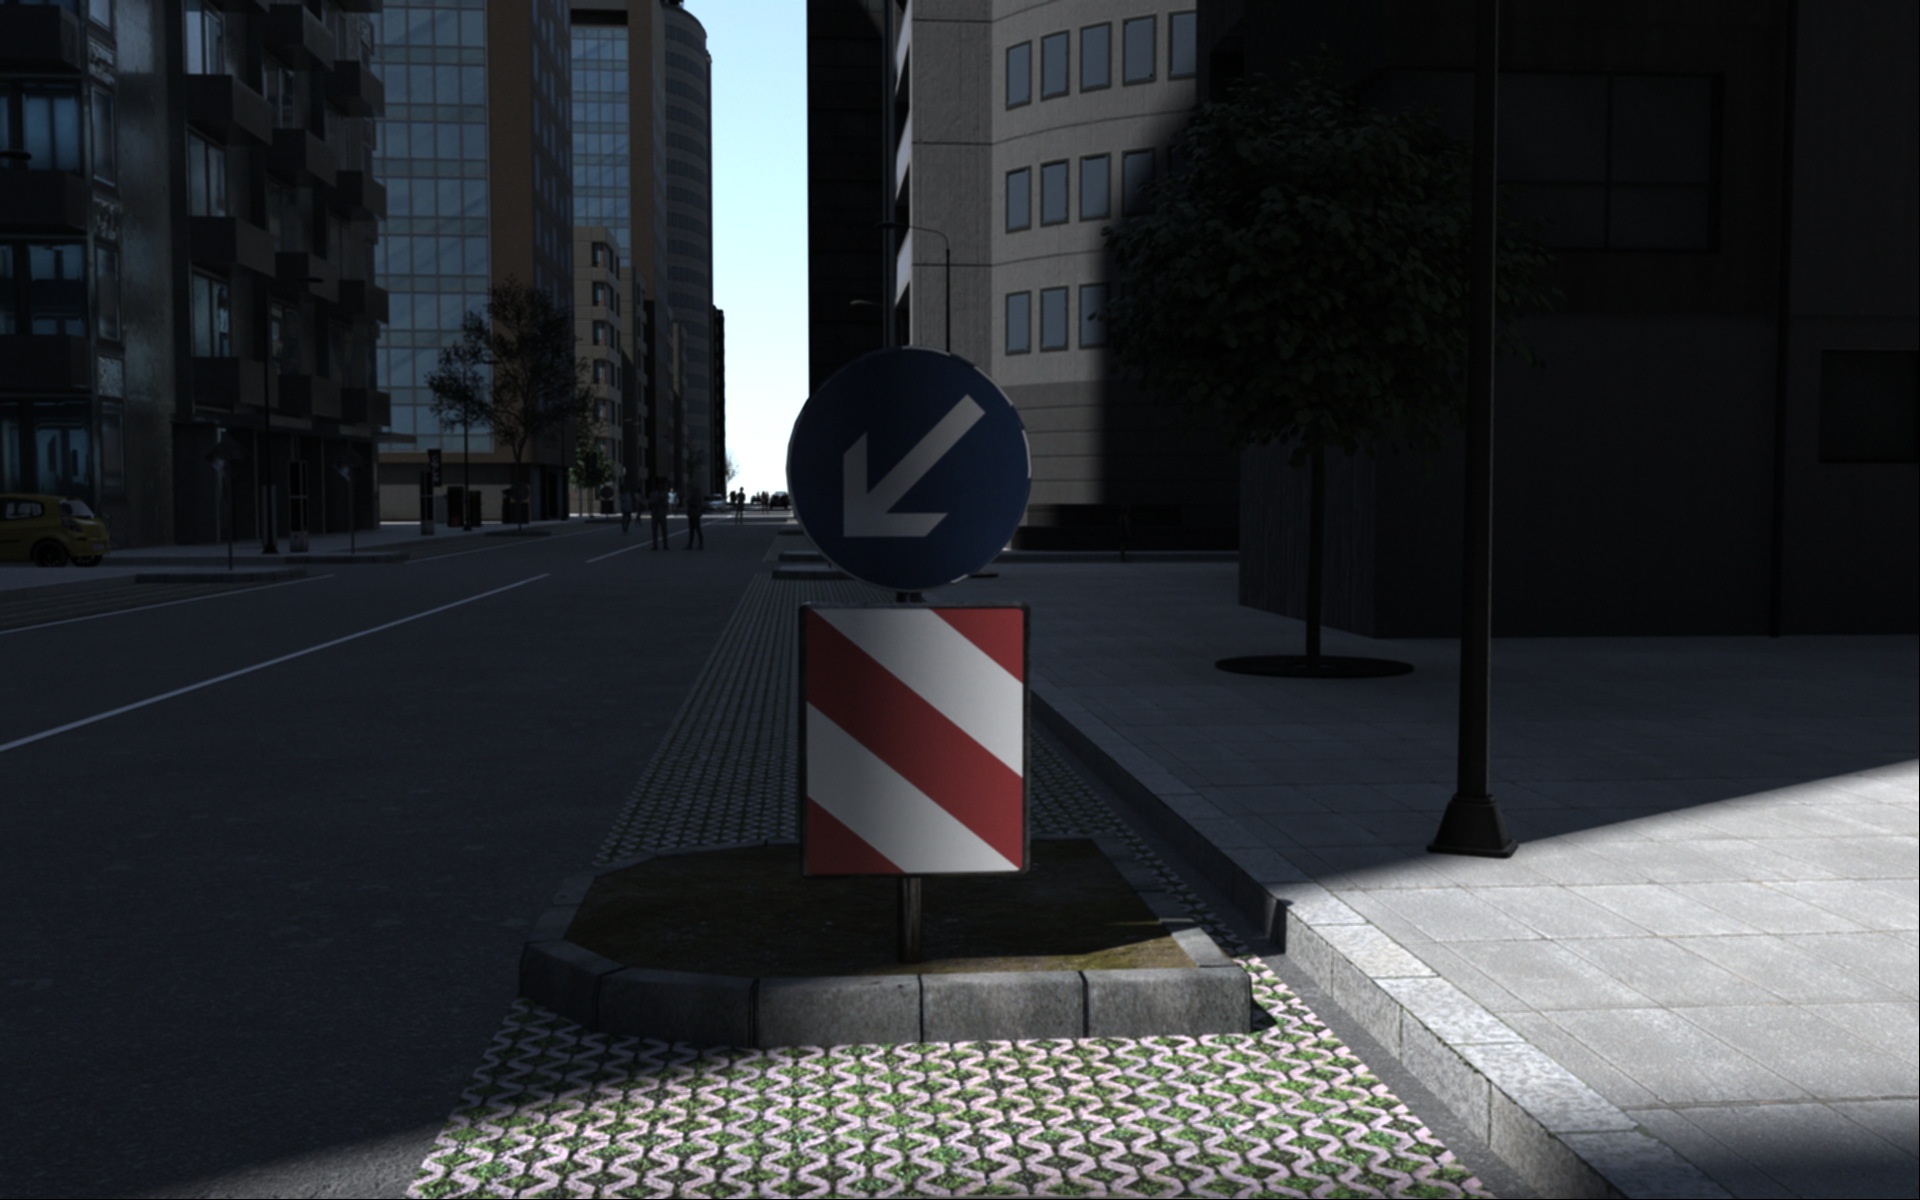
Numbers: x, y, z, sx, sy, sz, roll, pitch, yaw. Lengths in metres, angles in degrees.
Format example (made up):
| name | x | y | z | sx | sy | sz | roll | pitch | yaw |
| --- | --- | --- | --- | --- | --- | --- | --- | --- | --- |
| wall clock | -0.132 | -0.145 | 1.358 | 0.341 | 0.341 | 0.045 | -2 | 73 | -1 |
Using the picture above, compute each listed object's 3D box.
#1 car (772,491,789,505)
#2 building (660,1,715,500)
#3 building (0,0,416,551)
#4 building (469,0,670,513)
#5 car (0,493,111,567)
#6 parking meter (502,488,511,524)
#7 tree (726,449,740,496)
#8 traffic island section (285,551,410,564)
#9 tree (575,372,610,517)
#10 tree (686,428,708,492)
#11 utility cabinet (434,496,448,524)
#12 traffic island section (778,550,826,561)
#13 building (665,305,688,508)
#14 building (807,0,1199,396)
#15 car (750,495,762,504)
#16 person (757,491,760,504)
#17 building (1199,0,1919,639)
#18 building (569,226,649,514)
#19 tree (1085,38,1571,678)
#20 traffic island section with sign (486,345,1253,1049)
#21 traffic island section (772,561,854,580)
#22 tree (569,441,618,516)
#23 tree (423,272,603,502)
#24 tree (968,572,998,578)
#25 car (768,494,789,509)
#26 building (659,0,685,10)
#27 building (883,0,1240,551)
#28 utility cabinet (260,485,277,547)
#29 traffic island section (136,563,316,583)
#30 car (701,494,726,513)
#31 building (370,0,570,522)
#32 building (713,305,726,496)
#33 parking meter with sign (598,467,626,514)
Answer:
| name | x | y | z | sx | sy | sz | roll | pitch | yaw |
| --- | --- | --- | --- | --- | --- | --- | --- | --- | --- |
| car | -23.126 | -13.140 | 223.513 | 2.281 | 1.827 | 5.304 | 0 | 4 | -7 |
| building | -40.785 | -40.670 | 206.958 | 21.231 | 58.520 | 28.212 | 0 | 4 | -5 |
| building | -29.817 | -26.263 | 49.003 | 23.786 | 49.044 | 30.456 | 0 | 4 | -5 |
| building | -32.400 | -30.401 | 147.163 | 14.600 | 45.320 | 14.200 | 0 | 4 | -5 |
| car | -18.381 | -1.388 | 32.912 | 3.980 | 1.641 | 2.015 | 0 | 4 | -3 |
| parking meter | -19.537 | -4.046 | 74.558 | 0.372 | 1.533 | 0.369 | 0 | 3 | 0 |
| tree | -36.525 | -19.617 | 271.104 | 4.360 | 8.622 | 3.978 | 0 | 3 | 0 |
| traffic island section | -13.016 | -0.905 | 37.083 | 2.009 | 0.180 | 2.903 | 0 | 4 | -5 |
| tree | -21.751 | -9.055 | 98.409 | 4.360 | 8.622 | 3.978 | 0 | 3 | 0 |
| tree | -29.436 | -14.468 | 186.906 | 4.360 | 8.622 | 3.978 | 0 | 3 | 0 |
| utility cabinet | -22.687 | -3.961 | 75.930 | 0.306 | 1.237 | 1.020 | 2 | 4 | 32 |
| traffic island section | -2.967 | -0.961 | 37.998 | 2.009 | 0.180 | 2.903 | 0 | 4 | -5 |
| building | -41.440 | -19.793 | 168.661 | 27.650 | 21.520 | 28.899 | 0 | 4 | -5 |
| building | 0.905 | -18.217 | 69.544 | 14.160 | 30.474 | 14.107 | 0 | 4 | -5 |
| car | -30.527 | -15.149 | 260.264 | 1.945 | 1.354 | 3.894 | 0 | 4 | -4 |
| person | -28.740 | -14.582 | 246.932 | 0.705 | 1.822 | 1.348 | 0 | 4 | 2 |
| building | 10.030 | -15.301 | 21.878 | 14.160 | 30.474 | 14.107 | 0 | 4 | -5 |
| building | -37.887 | -17.135 | 125.204 | 27.650 | 21.520 | 28.899 | 0 | 4 | -5 |
| tree | 2.627 | -1.763 | 12.535 | 4.285 | 4.588 | 4.351 | 0 | 3 | 0 |
| traffic island section with sign | -0.306 | 0.197 | 5.415 | 1.989 | 1.847 | 2.006 | 0 | 4 | -5 |
| traffic island section | -2.236 | -0.475 | 30.047 | 2.009 | 0.180 | 2.903 | 0 | 4 | -5 |
| tree | -22.192 | -7.318 | 103.363 | 4.285 | 4.588 | 4.351 | 0 | 3 | 0 |
| tree | -19.108 | -8.529 | 73.867 | 8.767 | 10.594 | 7.601 | 1 | 4 | 12 |
| tree | 0.183 | -1.980 | 26.980 | 1.663 | 3.219 | 1.824 | 0 | 3 | 0 |
| car | -17.463 | -9.591 | 166.597 | 2.009 | 1.686 | 4.222 | 0 | 4 | -7 |
| building | -44.930 | -56.436 | 235.398 | 22.319 | 86.520 | 31.000 | 0 | 4 | -5 |
| building | 12.339 | -30.924 | 47.603 | 28.212 | 58.520 | 21.231 | 0 | 4 | -5 |
| utility cabinet | -16.615 | -2.014 | 41.601 | 0.318 | 1.500 | 1.173 | -2 | 4 | -24 |
| traffic island section | -12.285 | -0.419 | 29.131 | 2.009 | 0.180 | 2.903 | 0 | 4 | -5 |
| car | -18.936 | -7.396 | 132.929 | 2.014 | 1.417 | 4.499 | 0 | 4 | -6 |
| building | -26.766 | -26.529 | 83.862 | 14.600 | 45.320 | 14.200 | 0 | 4 | -5 |
| building | -42.590 | -29.861 | 259.930 | 14.160 | 30.474 | 14.107 | 0 | 4 | -5 |
| parking meter with sign | -22.446 | -7.052 | 111.560 | 1.738 | 3.016 | 0.543 | 1 | 4 | 8 |
